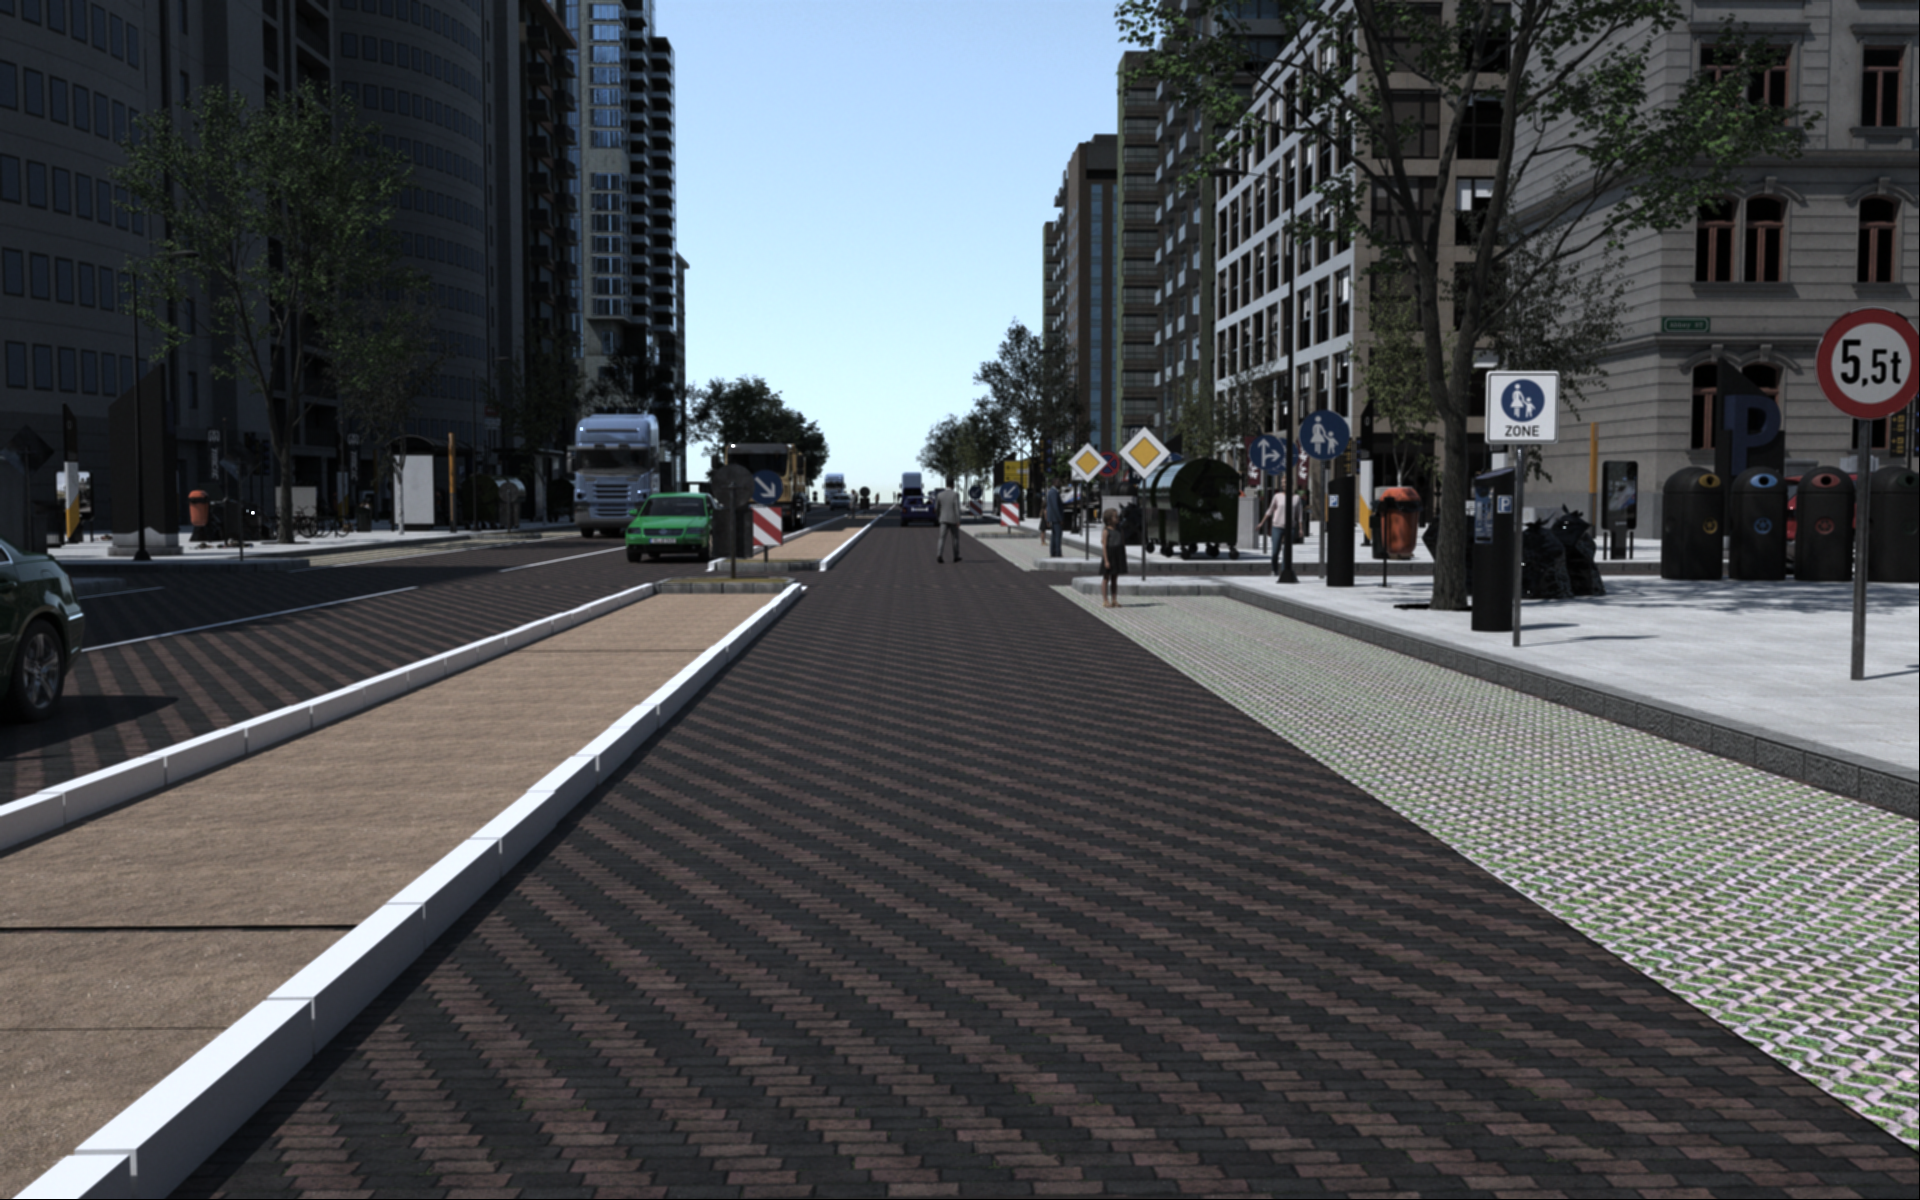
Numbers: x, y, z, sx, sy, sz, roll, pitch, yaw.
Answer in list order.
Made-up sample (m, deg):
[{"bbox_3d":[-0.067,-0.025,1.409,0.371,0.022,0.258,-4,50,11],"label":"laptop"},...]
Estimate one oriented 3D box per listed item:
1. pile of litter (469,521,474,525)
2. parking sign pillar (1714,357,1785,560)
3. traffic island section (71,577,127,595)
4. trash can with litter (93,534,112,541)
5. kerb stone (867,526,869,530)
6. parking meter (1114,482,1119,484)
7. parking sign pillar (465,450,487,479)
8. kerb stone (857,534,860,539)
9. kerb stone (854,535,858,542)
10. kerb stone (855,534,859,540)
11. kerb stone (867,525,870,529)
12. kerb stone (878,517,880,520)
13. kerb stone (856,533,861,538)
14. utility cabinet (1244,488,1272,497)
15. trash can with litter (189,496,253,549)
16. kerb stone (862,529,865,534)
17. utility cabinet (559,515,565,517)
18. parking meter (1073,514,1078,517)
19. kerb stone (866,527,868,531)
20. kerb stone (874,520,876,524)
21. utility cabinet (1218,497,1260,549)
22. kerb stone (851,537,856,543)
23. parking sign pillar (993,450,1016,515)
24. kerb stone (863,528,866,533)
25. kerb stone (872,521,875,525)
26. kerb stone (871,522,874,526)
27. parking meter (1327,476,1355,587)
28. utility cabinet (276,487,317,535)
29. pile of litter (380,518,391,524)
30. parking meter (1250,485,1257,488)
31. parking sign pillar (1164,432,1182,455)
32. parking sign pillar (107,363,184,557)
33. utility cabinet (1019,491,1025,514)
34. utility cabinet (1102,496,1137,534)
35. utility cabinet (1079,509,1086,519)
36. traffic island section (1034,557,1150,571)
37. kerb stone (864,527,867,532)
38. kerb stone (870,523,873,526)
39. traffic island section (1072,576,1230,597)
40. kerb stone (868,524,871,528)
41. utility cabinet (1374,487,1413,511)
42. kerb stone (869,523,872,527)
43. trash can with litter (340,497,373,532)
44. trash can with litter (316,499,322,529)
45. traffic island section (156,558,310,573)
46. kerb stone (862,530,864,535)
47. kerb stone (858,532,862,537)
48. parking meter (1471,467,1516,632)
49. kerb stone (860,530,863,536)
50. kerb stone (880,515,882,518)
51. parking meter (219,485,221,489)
[{"bbox_3d":[-21.073,-3.604,72.896,1.719,0.858,1.176,3,5,42],"label":"pile of litter"},{"bbox_3d":[15.603,-2.798,34.223,1.447,3.967,1.447,-1,4,-15],"label":"parking sign pillar"},{"bbox_3d":[-13.501,-0.173,25.110,2.009,0.180,2.903,0,4,-2],"label":"traffic island section"},{"bbox_3d":[-23.484,-2.285,48.425,2.233,1.210,1.678,3,4,38],"label":"trash can with litter"},{"bbox_3d":[-3.571,-2.610,64.873,0.120,0.150,1.000,0,4,-2],"label":"kerb stone"},{"bbox_3d":[7.289,-4.544,80.012,0.399,1.863,0.255,1,4,12],"label":"parking meter"},{"bbox_3d":[-25.988,-6.403,93.169,1.447,3.967,1.447,2,4,30],"label":"parking sign pillar"},{"bbox_3d":[-3.190,-1.849,52.559,0.120,0.150,1.000,0,4,-2],"label":"kerb stone"},{"bbox_3d":[-3.132,-1.723,50.515,0.120,0.150,1.000,0,4,-2],"label":"kerb stone"},{"bbox_3d":[-3.164,-1.794,51.536,0.120,0.150,1.000,0,4,-2],"label":"kerb stone"},{"bbox_3d":[-3.601,-2.671,65.899,0.120,0.150,1.000,0,4,-2],"label":"kerb stone"},{"bbox_3d":[-4.305,-4.053,88.455,0.120,0.150,1.000,0,4,-2],"label":"kerb stone"},{"bbox_3d":[-3.223,-1.916,53.582,0.120,0.150,1.000,0,4,-2],"label":"kerb stone"},{"bbox_3d":[10.795,-3.320,62.959,0.318,1.500,1.173,-3,5,-43],"label":"utility cabinet"},{"bbox_3d":[-17.714,-1.852,41.343,1.678,1.210,2.233,1,4,13],"label":"trash can with litter"},{"bbox_3d":[-3.376,-2.233,58.711,0.120,0.150,1.000,0,4,-2],"label":"kerb stone"},{"bbox_3d":[-22.014,-5.199,93.683,1.173,1.500,0.318,-2,4,-26],"label":"utility cabinet"},{"bbox_3d":[6.464,-5.454,97.582,0.372,1.533,0.369,0,3,0],"label":"parking meter"},{"bbox_3d":[-3.508,-2.482,62.810,0.120,0.150,1.000,0,4,-2],"label":"kerb stone"},{"bbox_3d":[-3.984,-3.424,78.199,0.120,0.150,1.000,0,4,-2],"label":"kerb stone"},{"bbox_3d":[6.477,-1.793,40.481,1.020,1.237,0.306,3,4,36],"label":"utility cabinet"},{"bbox_3d":[-3.066,-1.607,48.466,0.120,0.150,1.000,0,4,-2],"label":"kerb stone"},{"bbox_3d":[2.785,-7.221,106.533,1.447,3.967,1.447,0,4,2],"label":"parking sign pillar"},{"bbox_3d":[-3.410,-2.295,59.732,0.120,0.150,1.000,0,4,-2],"label":"kerb stone"},{"bbox_3d":[-3.880,-3.237,75.115,0.120,0.150,1.000,0,4,-2],"label":"kerb stone"},{"bbox_3d":[-3.824,-3.111,73.065,0.120,0.150,1.000,0,4,-2],"label":"kerb stone"},{"bbox_3d":[5.284,-0.955,24.019,0.372,1.533,0.369,0,3,0],"label":"parking meter"},{"bbox_3d":[-20.638,-2.763,53.858,1.173,1.500,0.318,-1,4,-22],"label":"utility cabinet"},{"bbox_3d":[-24.537,-3.790,75.931,1.719,0.858,1.176,-1,4,-13],"label":"pile of litter"},{"bbox_3d":[14.268,-4.790,84.032,0.255,1.863,0.399,2,4,34],"label":"parking meter"},{"bbox_3d":[8.937,-5.296,75.063,1.447,3.967,1.447,-1,4,-10],"label":"parking sign pillar"},{"bbox_3d":[-17.014,-2.912,36.078,1.447,3.967,1.447,1,4,14],"label":"parking sign pillar"},{"bbox_3d":[3.732,-6.100,108.408,0.318,1.500,1.173,-1,4,-20],"label":"utility cabinet"},{"bbox_3d":[4.614,-2.384,50.133,1.020,1.237,0.306,2,4,34],"label":"utility cabinet"},{"bbox_3d":[6.513,-4.806,89.739,0.306,1.237,1.020,-1,4,-19],"label":"utility cabinet"},{"bbox_3d":[2.487,-0.691,33.584,2.009,0.180,2.903,0,4,-2],"label":"traffic island section"},{"bbox_3d":[-3.476,-2.421,61.784,0.120,0.150,1.000,0,4,-2],"label":"kerb stone"},{"bbox_3d":[-3.752,-2.986,71.019,0.120,0.150,1.000,0,4,-2],"label":"kerb stone"},{"bbox_3d":[2.733,-0.203,25.603,2.009,0.180,2.903,0,4,-2],"label":"traffic island section"},{"bbox_3d":[-3.674,-2.799,67.954,0.120,0.150,1.000,0,4,-2],"label":"kerb stone"},{"bbox_3d":[12.864,-2.616,51.446,0.318,1.500,1.173,-3,4,-38],"label":"utility cabinet"},{"bbox_3d":[-3.734,-2.924,69.997,0.120,0.150,1.000,0,4,-2],"label":"kerb stone"},{"bbox_3d":[-20.303,-2.865,58.237,1.055,1.170,0.624,0,4,-5],"label":"trash can with litter"},{"bbox_3d":[-24.043,-3.179,63.035,1.678,1.210,2.233,2,4,33],"label":"trash can with litter"},{"bbox_3d":[-13.746,-0.661,33.092,2.009,0.180,2.903,0,4,-2],"label":"traffic island section"},{"bbox_3d":[-3.343,-2.170,57.682,0.120,0.150,1.000,0,4,-2],"label":"kerb stone"},{"bbox_3d":[-3.256,-1.983,54.611,0.120,0.150,1.000,0,4,-2],"label":"kerb stone"},{"bbox_3d":[4.999,-0.478,16.229,0.372,1.533,0.369,0,3,0],"label":"parking meter"},{"bbox_3d":[-3.322,-2.108,56.656,0.120,0.150,1.000,0,4,-2],"label":"kerb stone"},{"bbox_3d":[-4.516,-4.483,95.635,0.120,0.150,1.000,0,4,-2],"label":"kerb stone"},{"bbox_3d":[-28.498,-3.703,66.247,0.399,1.863,0.255,-2,4,-35],"label":"parking meter"}]
